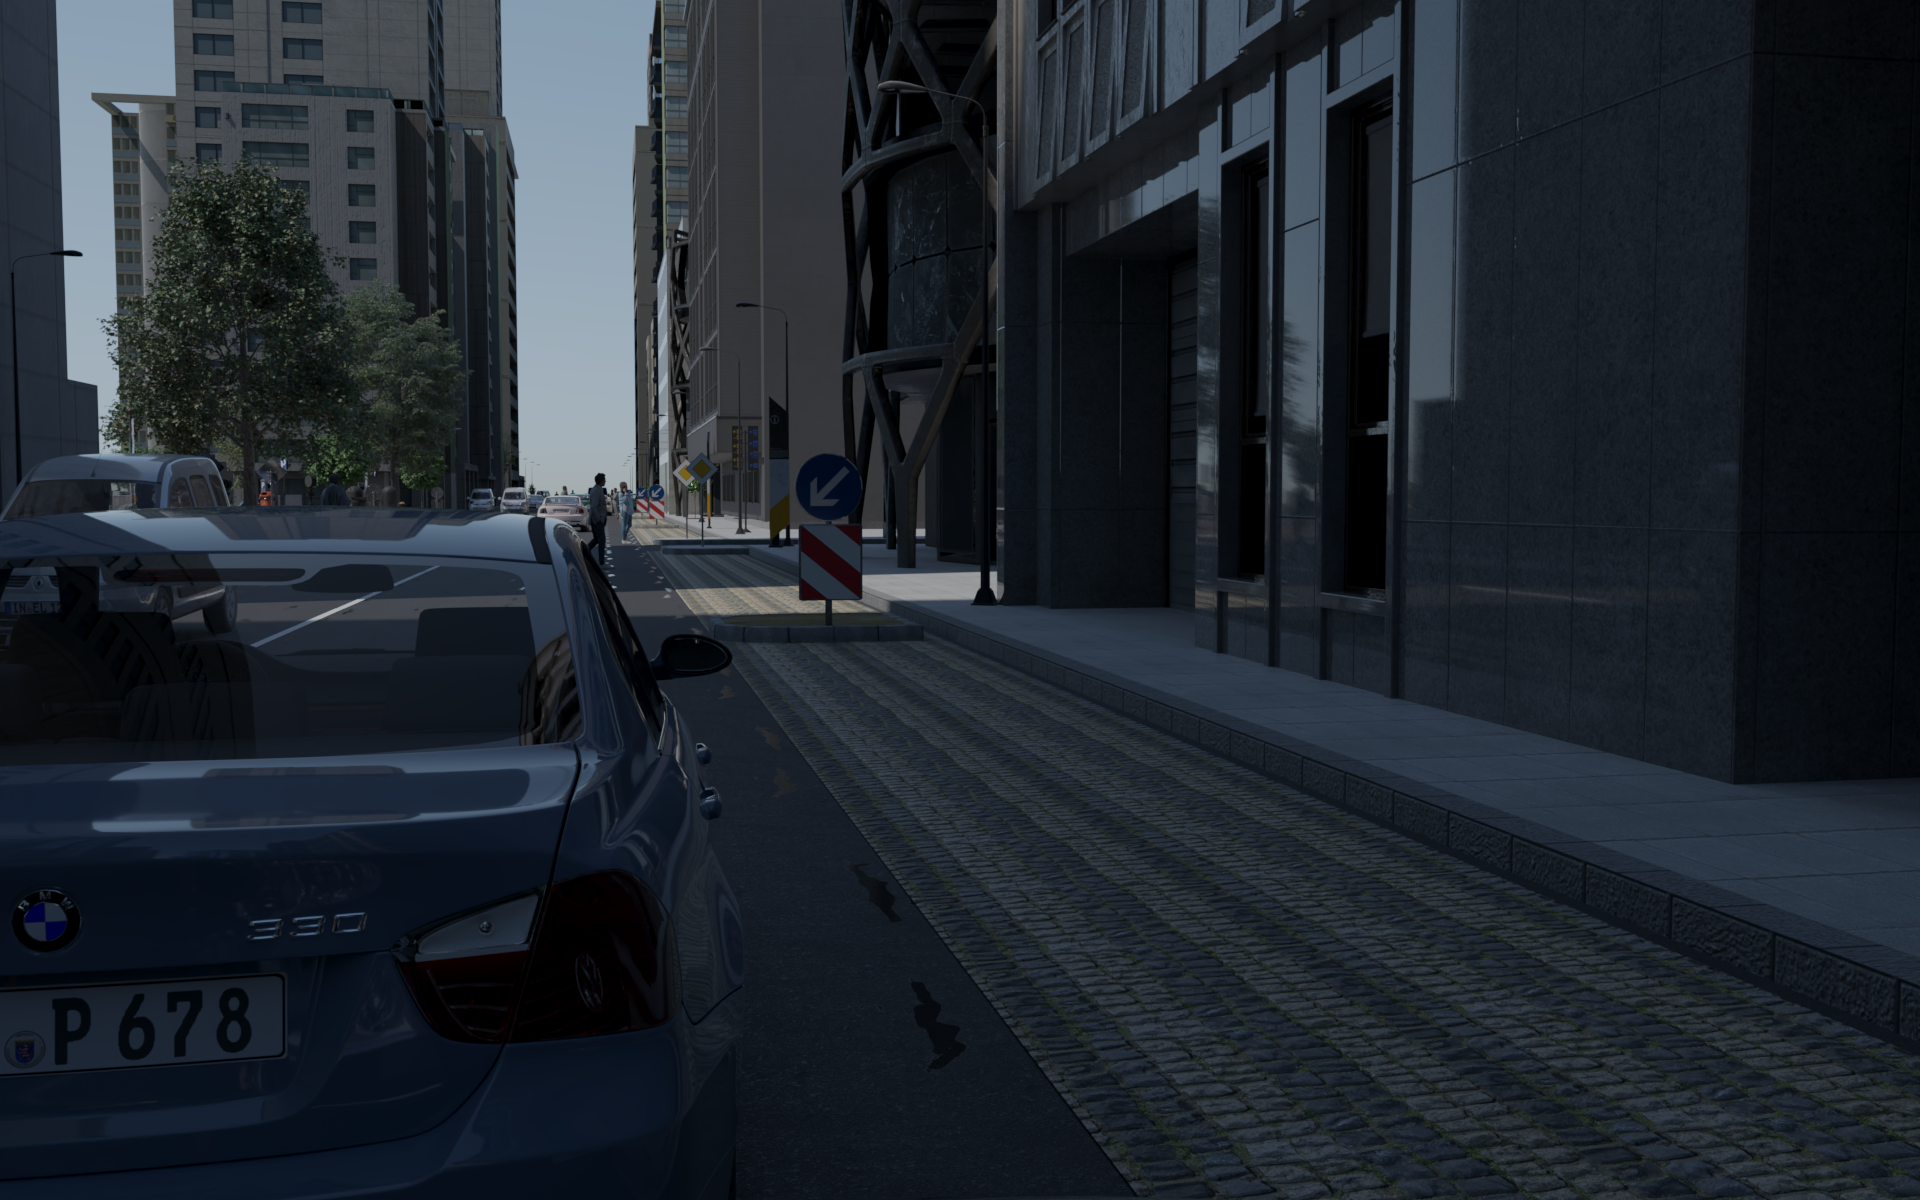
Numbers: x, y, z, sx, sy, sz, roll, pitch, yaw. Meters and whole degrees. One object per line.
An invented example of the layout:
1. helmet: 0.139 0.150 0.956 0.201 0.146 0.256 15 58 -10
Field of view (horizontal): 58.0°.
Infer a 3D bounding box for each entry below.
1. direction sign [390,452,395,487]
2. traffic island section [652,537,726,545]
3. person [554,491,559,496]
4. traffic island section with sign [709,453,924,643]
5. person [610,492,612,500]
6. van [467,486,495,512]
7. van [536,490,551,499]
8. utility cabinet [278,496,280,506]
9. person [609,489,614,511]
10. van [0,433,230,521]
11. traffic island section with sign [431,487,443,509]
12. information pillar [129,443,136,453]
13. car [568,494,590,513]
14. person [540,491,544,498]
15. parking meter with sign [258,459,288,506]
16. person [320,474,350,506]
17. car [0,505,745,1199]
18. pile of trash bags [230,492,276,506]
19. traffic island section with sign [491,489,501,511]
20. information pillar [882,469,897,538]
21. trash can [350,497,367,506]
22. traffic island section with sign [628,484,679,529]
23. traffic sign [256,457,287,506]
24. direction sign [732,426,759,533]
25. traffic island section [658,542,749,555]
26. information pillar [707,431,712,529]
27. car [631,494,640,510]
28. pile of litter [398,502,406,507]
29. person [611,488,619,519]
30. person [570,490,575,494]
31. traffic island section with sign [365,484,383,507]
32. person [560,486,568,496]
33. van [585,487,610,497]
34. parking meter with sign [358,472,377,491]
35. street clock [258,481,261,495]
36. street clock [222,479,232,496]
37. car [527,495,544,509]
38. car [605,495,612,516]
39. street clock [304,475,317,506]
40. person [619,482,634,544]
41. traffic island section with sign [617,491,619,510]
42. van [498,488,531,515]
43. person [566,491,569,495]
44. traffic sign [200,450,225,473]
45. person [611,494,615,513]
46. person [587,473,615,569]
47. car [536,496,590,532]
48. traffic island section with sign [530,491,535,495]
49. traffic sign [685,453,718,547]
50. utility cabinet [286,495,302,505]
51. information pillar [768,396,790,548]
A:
1. direction sign: -30.463 -6.180 93.041 0.379 3.537 0.876 0 4 -7
2. traffic island section: -7.836 -1.686 49.849 2.009 0.180 2.903 -1 4 -12
3. person: -48.272 -12.123 207.258 0.990 1.755 0.434 1 4 21
4. traffic island section with sign: -1.524 -0.545 17.531 1.989 1.847 2.006 -1 4 -12
5. person: -35.681 -10.303 177.629 0.621 1.740 0.551 1 4 13
6. van: -34.997 -7.321 126.712 2.013 2.044 4.112 -1 4 -12
7. van: -45.210 -11.055 187.765 2.013 2.044 4.112 -1 4 -11
8. utility cabinet: -36.537 -4.944 91.999 0.306 1.237 1.020 1 4 15
9. person: -28.721 -8.226 142.981 0.705 1.826 1.348 -2 4 -28
10. van: -8.190 -0.590 16.654 2.013 2.044 4.112 -1 4 -10
11. traffic island section with sign: -28.792 -5.315 95.534 1.989 1.847 2.006 -1 4 -12
12. information pillar: -37.095 -5.283 77.726 0.504 3.616 0.183 3 5 41
13. car: -21.239 -5.193 96.704 2.131 1.459 4.920 -1 4 -11
14. person: -38.244 -9.098 157.971 0.721 1.743 1.217 -3 5 -42
15. parking meter with sign: -33.512 -5.366 83.997 0.543 3.016 1.738 3 4 38
16. person: -12.140 -1.535 33.694 0.679 1.850 0.850 1 4 17
17. car: -1.521 0.479 4.176 2.014 1.417 4.499 -1 4 -12
18. pile of trash bags: -28.934 -3.667 69.710 3.447 1.369 1.912 1 4 23
19. traffic island section with sign: -38.784 -8.278 143.981 1.989 1.847 2.006 -1 4 -12
20. information pillar: -2.048 -2.807 50.385 0.304 2.012 0.304 2 4 28
21. trash can: -26.944 -4.039 77.690 0.748 1.137 0.748 0 3 0
22. traffic island section with sign: -12.779 -3.889 72.215 1.989 1.847 2.006 -1 4 -12
23. traffic sign: -18.875 -2.684 47.526 0.795 2.450 0.064 -1 4 -12
24. direction sign: -7.132 -4.011 57.572 0.876 3.537 0.379 -1 4 -15
25. traffic island section: -6.224 -1.208 42.028 2.009 0.180 2.903 -1 4 -12
26. information pillar: -9.346 -4.469 64.427 0.183 3.616 0.504 0 4 -4
27. car: -26.119 -7.886 137.736 1.959 1.807 4.718 -1 4 -12
28. pile of litter: -31.559 -5.101 97.364 1.719 0.858 1.176 2 4 30
29. person: -19.987 -5.598 100.209 0.466 1.800 0.511 -3 5 -40
30. person: -34.653 -8.959 154.997 1.348 1.821 0.705 0 4 0
31. traffic island section with sign: -23.339 -3.695 69.046 1.989 1.847 2.006 -1 4 -12
32. person: -17.643 -4.214 77.505 0.767 1.812 0.694 -2 4 -24
33. van: -33.086 -9.401 158.083 2.240 2.365 5.245 -1 4 -12
34. parking meter with sign: -40.018 -7.330 116.099 1.738 3.016 0.543 -2 4 -28
35. street clock: -37.901 -5.473 94.058 0.358 2.002 0.471 -3 4 -38
36. street clock: -35.066 -4.786 82.821 0.471 2.002 0.358 1 4 16
37. car: -35.886 -8.174 146.002 2.083 1.381 4.827 -1 4 -13
38. car: -24.044 -6.266 114.809 2.083 1.381 4.827 -1 4 -13
39. street clock: -24.437 -3.708 65.203 0.471 2.002 0.358 2 4 32
40. person: -9.652 -2.521 49.978 0.793 1.790 0.793 -1 4 -16
41. traffic island section with sign: -28.344 -8.504 147.666 1.989 1.847 2.006 -1 4 -12
42. van: -28.578 -6.374 111.222 2.013 2.044 4.112 -1 4 -12
43. person: -36.102 -9.116 158.351 0.742 1.727 0.445 0 4 2
44. traffic sign: -17.263 -2.206 39.705 0.795 2.450 0.064 -1 4 -12
45. person: -26.360 -7.367 132.166 0.599 1.433 0.991 1 4 14
46. person: -7.045 -1.525 33.286 0.795 1.843 0.661 -1 4 -9
47. car: -15.249 -3.320 66.636 2.083 1.381 4.827 -1 4 -11
48. traffic island section with sign: -55.606 -13.273 225.640 1.989 1.847 2.006 -1 4 -12
49. traffic sign: -6.245 -2.343 41.946 0.795 2.450 0.064 -1 4 -12
50. utility cabinet: -43.444 -6.220 112.857 1.020 1.237 0.306 -2 4 -32
51. information pillar: -4.340 -3.065 41.467 0.504 3.616 0.183 0 4 -1
